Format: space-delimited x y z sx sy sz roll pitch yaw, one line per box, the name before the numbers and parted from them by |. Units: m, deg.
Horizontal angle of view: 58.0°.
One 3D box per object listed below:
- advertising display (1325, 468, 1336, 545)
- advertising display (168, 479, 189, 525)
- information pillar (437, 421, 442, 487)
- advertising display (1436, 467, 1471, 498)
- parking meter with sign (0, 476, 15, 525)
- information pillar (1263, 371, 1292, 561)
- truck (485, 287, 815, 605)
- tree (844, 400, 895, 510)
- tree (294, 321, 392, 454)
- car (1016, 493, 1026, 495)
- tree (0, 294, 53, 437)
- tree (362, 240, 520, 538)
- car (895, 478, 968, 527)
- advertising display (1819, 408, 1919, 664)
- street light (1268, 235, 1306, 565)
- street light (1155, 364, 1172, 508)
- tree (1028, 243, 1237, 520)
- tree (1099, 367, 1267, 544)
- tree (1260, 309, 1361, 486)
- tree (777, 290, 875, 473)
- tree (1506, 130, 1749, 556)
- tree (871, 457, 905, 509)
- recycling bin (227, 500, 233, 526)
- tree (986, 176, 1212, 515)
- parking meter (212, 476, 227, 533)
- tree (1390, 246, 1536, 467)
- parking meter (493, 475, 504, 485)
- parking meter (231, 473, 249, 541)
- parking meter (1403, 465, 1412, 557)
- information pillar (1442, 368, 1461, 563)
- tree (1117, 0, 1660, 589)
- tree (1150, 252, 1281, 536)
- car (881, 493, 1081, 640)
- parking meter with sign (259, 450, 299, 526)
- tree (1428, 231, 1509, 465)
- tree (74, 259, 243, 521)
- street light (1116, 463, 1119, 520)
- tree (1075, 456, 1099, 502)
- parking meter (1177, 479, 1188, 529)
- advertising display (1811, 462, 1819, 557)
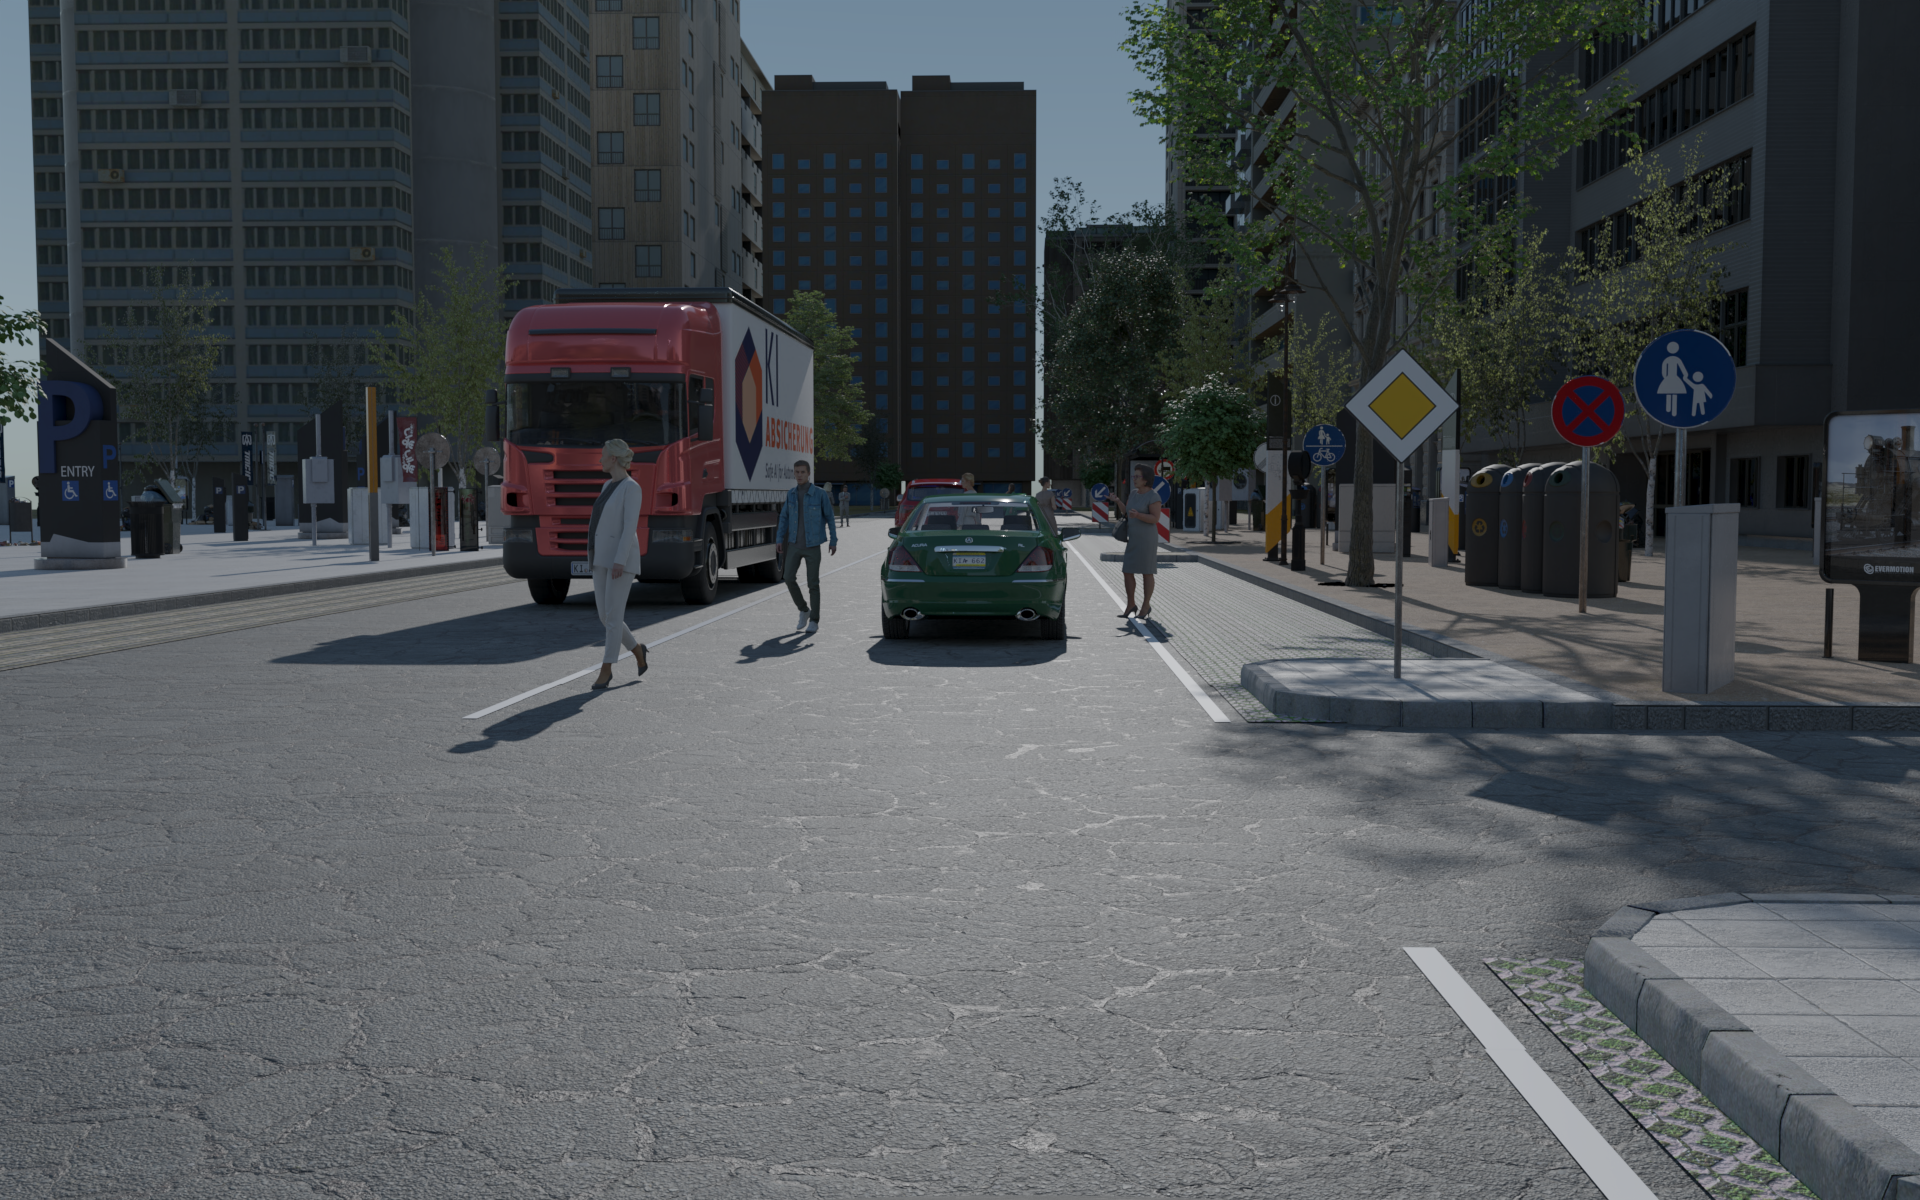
advertising display | 9.565 -2.330 43.317 0.974 1.923 0.123 -1 4 -20
advertising display | -32.927 -4.144 72.973 0.974 1.923 0.123 1 4 22
information pillar | -16.708 -3.933 55.667 0.183 3.616 0.504 -1 4 -11
advertising display | 11.804 -2.218 41.475 0.974 1.923 0.123 -2 4 -26
parking meter with sign | -39.365 -4.594 71.371 1.738 3.016 0.543 1 4 16
information pillar | 6.056 -2.547 32.995 0.504 3.616 0.183 -1 4 -12
truck | -4.176 -2.259 25.849 2.839 4.237 11.283 0 4 3
tree | -7.035 -11.308 135.244 4.360 8.622 3.978 0 3 0
tree | -26.613 -7.586 74.390 4.360 8.622 3.978 0 3 0
car | 3.837 -6.580 116.375 1.959 1.807 4.718 0 4 4
tree | -11.972 -2.156 18.967 4.285 4.588 4.351 0 3 0
tree | -14.609 -6.088 49.909 4.737 8.622 4.395 0 3 0
car | -0.499 -2.125 43.421 2.281 1.827 5.304 0 4 2
advertising display | 7.079 -0.488 13.192 0.123 1.923 0.974 -3 5 -43
street light | 5.854 -3.569 31.141 0.468 5.910 1.993 0 4 2
street light | 6.872 -5.258 58.759 0.468 5.910 1.993 0 4 2
tree | 7.795 -9.929 79.340 9.611 12.733 9.660 0 3 0
tree | 6.536 -3.753 45.082 4.285 4.588 4.351 0 3 0
tree | 14.076 -7.266 69.158 4.360 8.622 3.978 0 3 0
tree | -8.601 -10.889 96.159 7.486 12.596 7.792 0 3 0
tree | 14.188 -5.222 35.741 4.360 8.622 3.978 0 3 0
tree | -6.523 -10.400 153.747 4.285 4.588 4.351 0 3 0
recycling bin | -29.226 -3.516 70.038 0.722 1.027 0.722 -2 4 -27
tree | 8.375 -15.190 104.238 12.611 20.169 13.585 0 3 0
parking meter | -24.507 -3.159 57.353 0.399 1.863 0.255 -1 4 -18
tree | 14.918 -6.209 51.880 4.737 8.622 4.395 0 3 0
parking meter | -14.150 -2.908 53.257 0.255 1.863 0.399 -3 5 -44
parking meter | -19.610 -2.539 47.221 0.399 1.863 0.255 -2 4 -35
parking meter | 9.028 -1.805 35.218 0.255 1.863 0.399 0 4 6
information pillar | 9.221 -2.518 32.520 0.183 3.616 0.504 -1 4 -15
tree | 5.722 -5.989 23.680 9.928 11.665 9.643 0 3 0
tree | 7.644 -6.277 52.993 4.737 8.622 4.395 0 3 0
car | 0.228 -0.410 18.497 2.131 1.459 4.920 0 4 4
parking meter with sign | -27.081 -4.476 69.440 1.738 3.016 0.543 -1 4 -12
tree | 14.845 -5.900 46.825 4.360 8.622 3.978 0 3 0
tree | -24.717 -6.319 53.685 4.360 8.622 3.978 0 3 0
street light | 7.820 -6.913 85.816 0.468 5.910 1.993 0 4 2
tree | 10.691 -9.328 136.221 4.285 4.588 4.351 0 3 0
parking meter | 8.147 -3.532 63.465 0.255 1.863 0.399 -2 4 -30
advertising display | 17.618 -1.852 35.502 0.123 1.923 0.974 3 4 36
